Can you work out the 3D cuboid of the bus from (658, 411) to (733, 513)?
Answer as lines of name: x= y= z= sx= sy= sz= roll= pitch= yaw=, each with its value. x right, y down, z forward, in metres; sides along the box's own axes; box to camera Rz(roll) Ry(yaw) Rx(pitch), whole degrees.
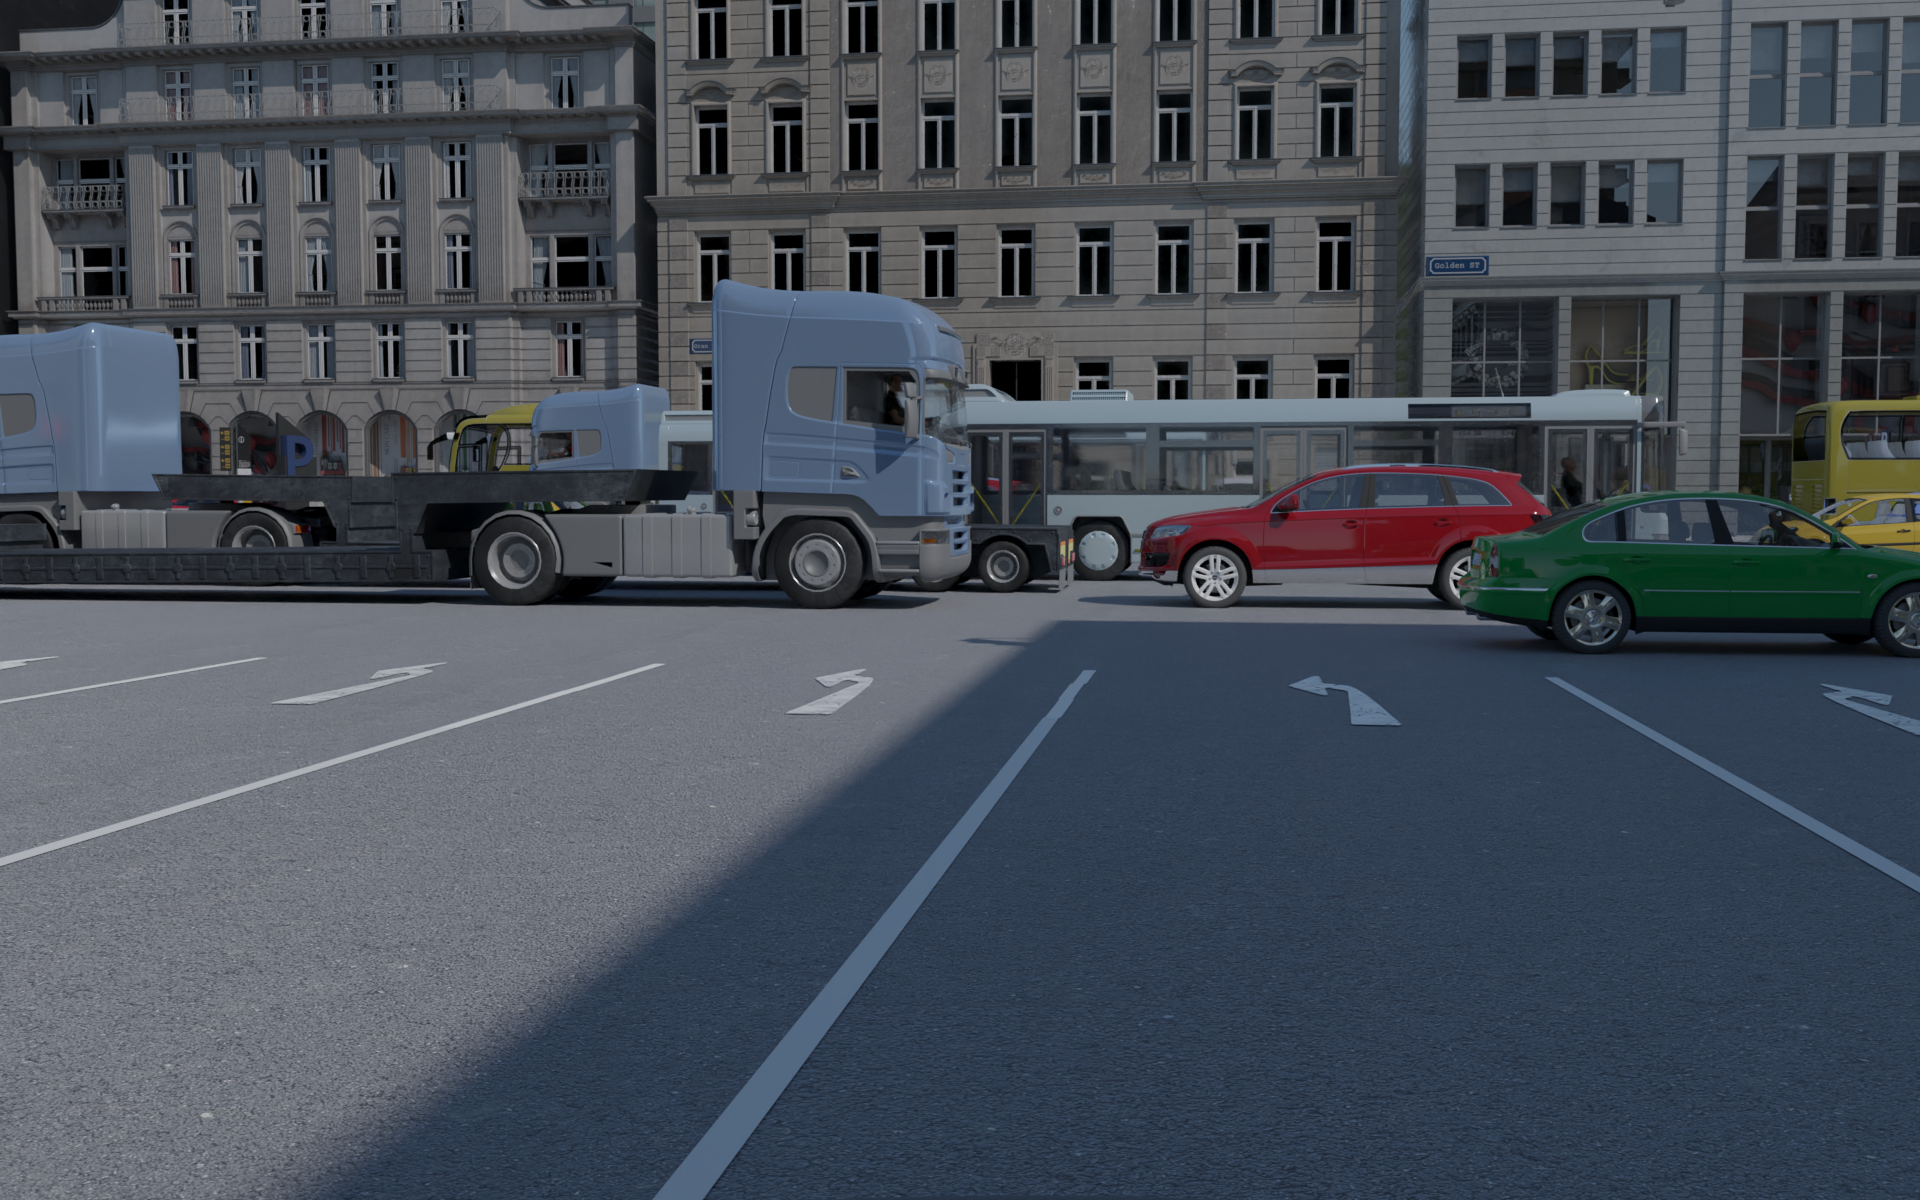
bus: x=0.110 y=-2.656 z=38.278 sx=13.247 sy=3.499 sz=2.948 roll=1 pitch=4 yaw=8

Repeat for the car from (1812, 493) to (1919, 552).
car: x=16.646 y=-1.322 z=31.839 sx=3.980 sy=1.641 sz=2.015 roll=0 pitch=4 yaw=8

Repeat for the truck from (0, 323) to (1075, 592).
truck: x=-7.652 y=-2.297 z=27.311 sx=18.799 sy=4.110 sz=2.967 roll=1 pitch=4 yaw=8

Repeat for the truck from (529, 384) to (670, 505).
truck: x=-1.926 y=-3.216 z=42.346 sx=18.799 sy=4.110 sz=2.967 roll=1 pitch=4 yaw=9

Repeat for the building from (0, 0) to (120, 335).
building: x=-41.558 y=-14.550 z=67.574 sx=15.834 sy=23.373 sz=12.332 roll=1 pitch=4 yaw=9

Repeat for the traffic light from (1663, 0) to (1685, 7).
traffic light: x=7.325 y=-2.303 z=12.329 sx=4.771 sy=5.953 sz=1.251 roll=1 pitch=4 yaw=9

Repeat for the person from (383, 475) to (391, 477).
person: x=-11.862 y=-1.704 z=36.271 sx=0.656 sy=1.842 sz=0.836 roll=2 pitch=4 yaw=35

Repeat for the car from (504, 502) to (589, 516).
car: x=-7.882 y=-1.458 z=33.423 sx=3.694 sy=1.707 sz=1.945 roll=1 pitch=4 yaw=10

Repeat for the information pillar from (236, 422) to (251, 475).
information pillar: x=-23.459 y=-3.998 z=56.721 sx=0.183 sy=3.616 sz=0.504 roll=2 pitch=4 yaw=32

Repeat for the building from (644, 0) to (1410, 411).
building: x=2.645 y=-16.156 z=61.409 sx=25.104 sy=27.353 sz=12.463 roll=1 pitch=4 yaw=9

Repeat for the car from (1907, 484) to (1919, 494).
car: x=21.797 y=-1.682 z=37.099 sx=3.694 sy=1.707 sz=1.945 roll=1 pitch=4 yaw=9

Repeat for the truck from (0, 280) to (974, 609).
truck: x=-8.534 y=-2.077 z=23.716 sx=18.799 sy=4.110 sz=2.967 roll=1 pitch=4 yaw=10

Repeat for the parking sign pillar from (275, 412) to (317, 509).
parking sign pillar: x=-22.095 y=-4.236 z=57.731 sx=1.447 sy=3.967 sz=1.447 roll=2 pitch=4 yaw=30

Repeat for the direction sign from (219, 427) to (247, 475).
direction sign: x=-24.651 y=-4.090 z=58.862 sx=0.876 sy=3.537 sz=0.379 roll=-2 pitch=4 yaw=-24

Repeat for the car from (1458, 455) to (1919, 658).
car: x=7.099 y=-0.446 z=16.090 sx=4.718 sy=1.807 sz=1.959 roll=0 pitch=4 yaw=8

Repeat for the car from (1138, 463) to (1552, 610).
car: x=4.964 y=-0.839 z=22.394 sx=5.304 sy=1.827 sz=2.281 roll=1 pitch=4 yaw=8

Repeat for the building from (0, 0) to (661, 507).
building: x=-21.552 y=-13.717 z=66.077 sx=24.055 sy=21.916 sz=13.314 roll=1 pitch=4 yaw=9

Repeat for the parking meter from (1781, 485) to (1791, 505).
parking meter: x=24.426 y=-2.613 z=51.125 sx=0.372 sy=1.533 sz=0.369 roll=0 pitch=3 yaw=0

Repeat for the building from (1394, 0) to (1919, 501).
building: x=29.678 y=-17.036 z=56.038 sx=29.804 sy=29.767 sz=11.434 roll=1 pitch=4 yaw=9

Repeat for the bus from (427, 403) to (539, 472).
bus: x=-7.994 y=-3.375 z=46.730 sx=12.252 sy=3.916 sz=2.896 roll=1 pitch=4 yaw=10

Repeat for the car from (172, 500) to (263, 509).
car: x=-21.908 y=-2.634 z=52.100 sx=4.494 sy=1.783 sz=2.155 roll=0 pitch=4 yaw=8

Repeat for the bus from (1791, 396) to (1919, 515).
bus: x=25.861 y=-2.938 z=39.582 sx=12.252 sy=3.916 sz=2.896 roll=1 pitch=4 yaw=8

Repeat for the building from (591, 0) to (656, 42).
building: x=-21.214 y=-26.874 z=122.986 sx=14.154 sy=41.232 sz=14.086 roll=1 pitch=4 yaw=9

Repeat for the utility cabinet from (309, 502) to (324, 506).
utility cabinet: x=-20.885 y=-2.947 z=56.856 sx=0.318 sy=1.500 sz=1.173 roll=1 pitch=4 yaw=11

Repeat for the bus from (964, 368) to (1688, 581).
bus: x=5.589 y=-2.090 z=29.028 sx=13.247 sy=3.499 sz=2.948 roll=1 pitch=4 yaw=9
